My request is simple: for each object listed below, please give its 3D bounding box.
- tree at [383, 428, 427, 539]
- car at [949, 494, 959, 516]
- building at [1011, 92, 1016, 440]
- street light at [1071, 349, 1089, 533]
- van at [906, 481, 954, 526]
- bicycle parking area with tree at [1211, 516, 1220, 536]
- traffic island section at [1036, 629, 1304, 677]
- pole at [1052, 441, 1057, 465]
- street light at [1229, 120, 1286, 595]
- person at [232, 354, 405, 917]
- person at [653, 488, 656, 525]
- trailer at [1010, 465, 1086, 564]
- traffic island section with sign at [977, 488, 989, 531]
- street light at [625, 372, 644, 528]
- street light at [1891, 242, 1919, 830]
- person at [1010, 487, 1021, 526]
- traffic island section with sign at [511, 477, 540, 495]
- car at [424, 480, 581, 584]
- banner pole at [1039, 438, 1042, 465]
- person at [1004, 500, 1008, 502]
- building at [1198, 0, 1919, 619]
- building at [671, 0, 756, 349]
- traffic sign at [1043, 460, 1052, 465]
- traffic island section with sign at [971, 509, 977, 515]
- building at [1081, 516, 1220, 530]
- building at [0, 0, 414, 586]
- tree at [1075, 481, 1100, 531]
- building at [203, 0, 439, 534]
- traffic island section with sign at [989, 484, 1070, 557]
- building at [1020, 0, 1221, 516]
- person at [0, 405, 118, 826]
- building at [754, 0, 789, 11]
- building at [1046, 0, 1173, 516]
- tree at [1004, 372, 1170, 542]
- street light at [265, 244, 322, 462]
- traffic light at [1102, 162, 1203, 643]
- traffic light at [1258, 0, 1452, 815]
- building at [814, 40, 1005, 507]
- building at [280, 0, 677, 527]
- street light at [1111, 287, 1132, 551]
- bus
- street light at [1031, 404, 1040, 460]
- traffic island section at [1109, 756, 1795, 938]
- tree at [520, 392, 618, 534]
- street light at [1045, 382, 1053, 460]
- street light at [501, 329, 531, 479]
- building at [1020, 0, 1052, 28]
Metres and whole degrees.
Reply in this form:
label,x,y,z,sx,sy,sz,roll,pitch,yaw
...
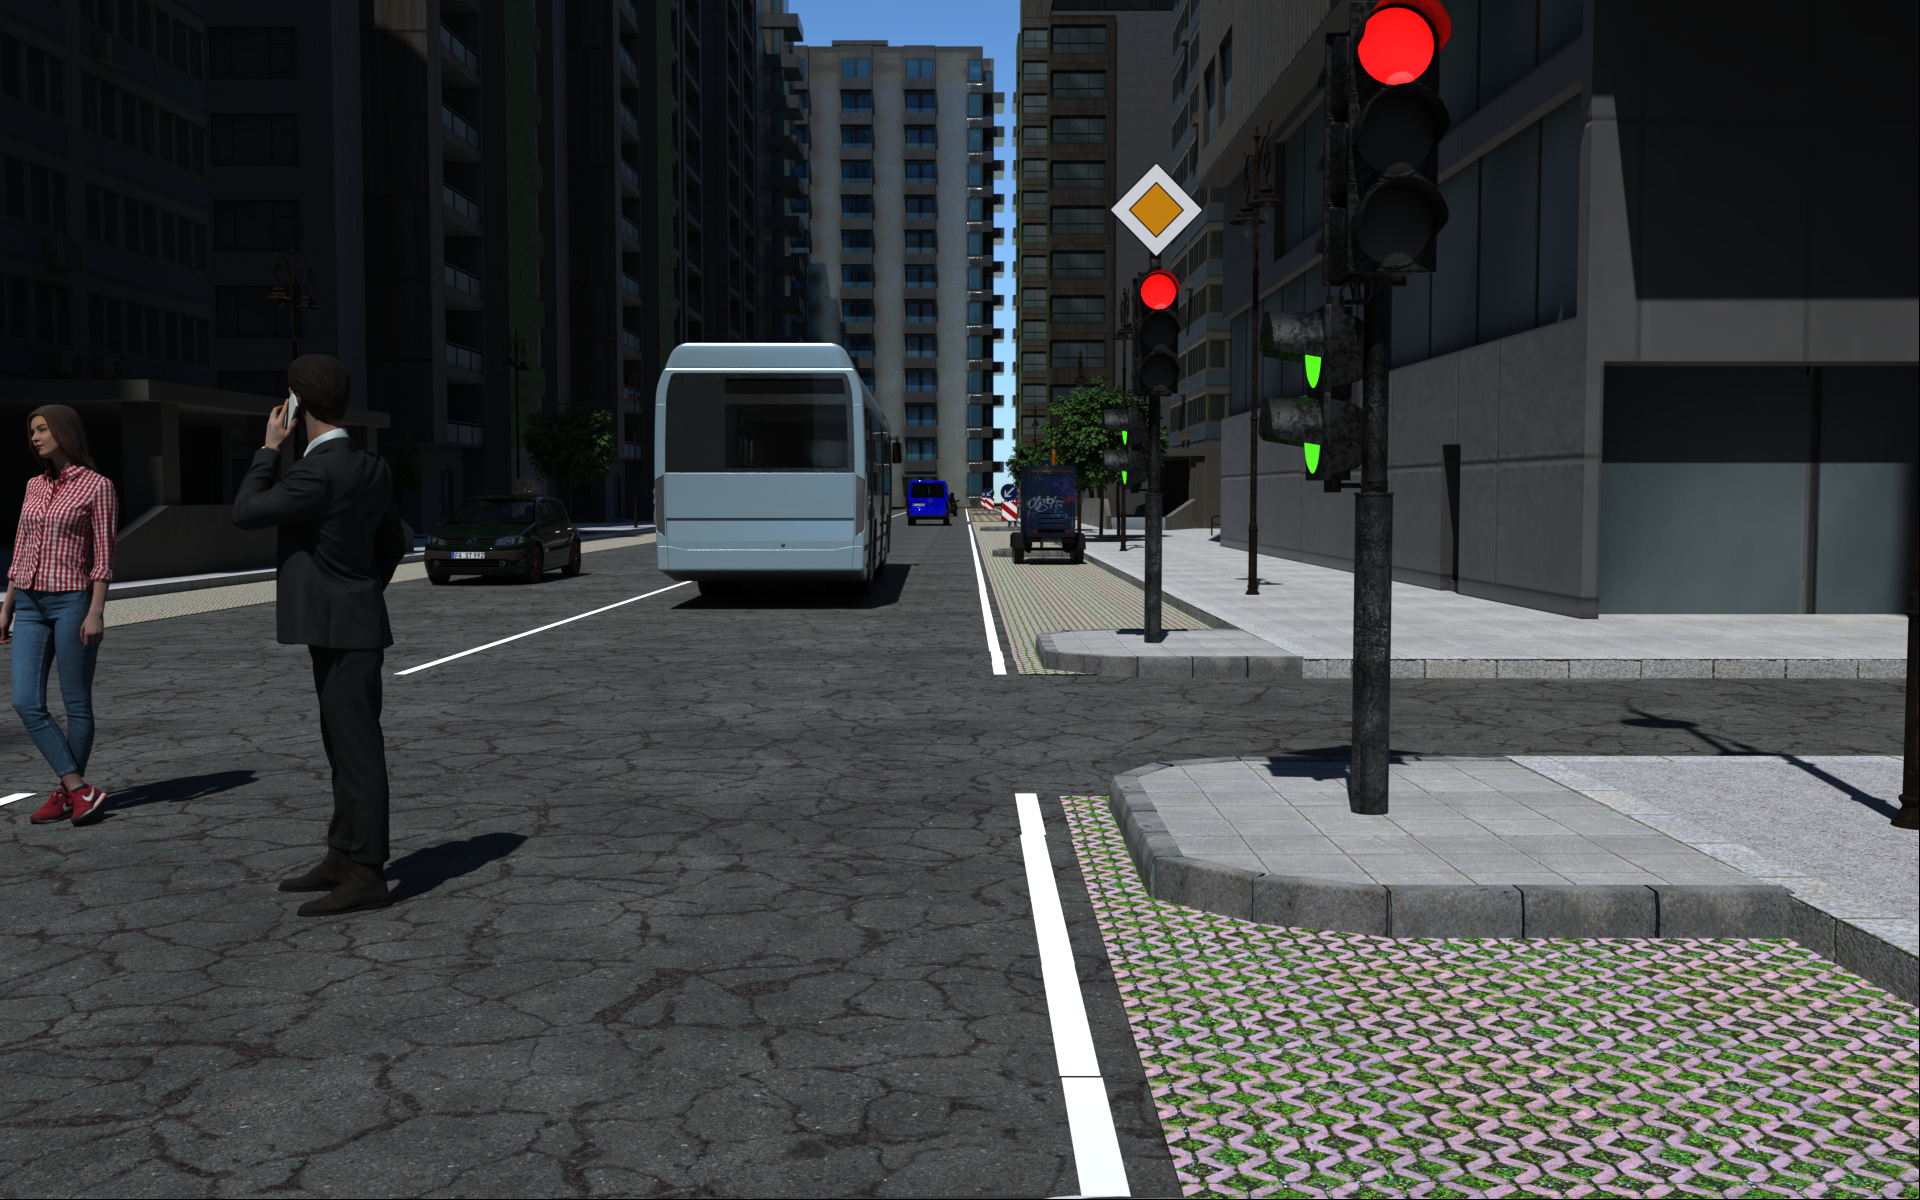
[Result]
label,x,y,z,sx,sy,sz,roll,pitch,yaw
tree,-16.016,-3.411,50.379,1.663,3.219,1.824,0,3,0
car,-1.041,-6.278,112.433,2.009,1.686,4.222,0,4,1
building,20.787,-34.621,185.669,30.456,49.044,23.786,0,3,0
street light,3.814,-5.037,55.137,0.468,5.910,1.993,0,3,0
van,-1.424,-4.642,80.275,2.240,2.365,5.245,0,4,1
bicycle parking area with tree,12.222,-3.972,51.938,8.231,4.147,9.016,-1,4,-10
traffic island section,1.689,0.447,14.976,2.009,0.180,2.903,0,3,0
pole,3.545,-4.363,65.177,0.158,3.312,0.155,0,3,0
street light,3.734,-3.006,21.934,0.468,5.910,1.993,0,3,0
person,-2.202,0.116,5.971,0.474,1.900,0.648,0,4,-6
person,-12.432,-3.987,71.409,0.466,1.800,0.511,-1,4,-16
trailer,1.784,-1.789,36.296,1.471,1.999,3.904,0,4,-1
traffic island section with sign,1.780,-3.580,67.166,1.989,1.847,2.006,0,3,0
street light,-12.336,-5.685,65.733,0.468,5.910,1.993,0,3,0
street light,3.697,-2.062,6.509,0.468,5.910,1.993,0,3,0
person,2.267,-3.786,71.241,0.643,1.720,0.563,0,4,2
traffic island section with sign,-10.088,-1.913,39.901,1.989,1.847,2.006,0,3,0
car,-7.581,-1.171,28.930,2.009,1.686,4.222,0,4,2
banner pole,3.559,-5.298,76.647,0.401,3.779,0.863,0,4,1
person,4.318,-9.550,163.649,0.593,1.643,0.415,0,4,2
building,18.639,-26.787,27.200,27.495,52.752,28.713,0,3,0
building,-22.828,-41.691,119.905,20.563,71.187,20.611,0,3,0
traffic sign,3.464,-4.008,65.640,0.768,2.556,0.104,0,4,7
traffic island section with sign,1.871,-6.630,117.036,1.989,1.847,2.006,0,3,0
building,21.442,-23.043,68.637,32.217,40.220,23.993,0,3,0
building,-28.303,-20.712,30.519,32.217,40.220,23.993,0,3,0
tree,4.101,-4.042,60.688,1.663,3.219,1.824,0,3,0
building,-22.638,-22.867,57.467,14.154,41.232,14.086,0,3,0
traffic island section with sign,1.744,-1.908,39.819,1.989,1.847,2.006,0,3,0
building,20.705,-26.468,124.639,32.217,40.220,23.993,0,3,0
person,-3.968,0.057,7.584,0.555,1.821,0.388,0,4,2
building,-29.300,-32.551,151.822,30.456,49.044,23.786,0,3,0
building,12.175,-20.397,105.186,14.160,30.474,14.107,0,3,0
tree,3.743,-3.856,46.753,4.285,4.588,4.351,0,3,0
street light,-12.372,-3.639,32.289,0.468,5.910,1.993,0,3,0
traffic light,1.649,-1.587,14.862,0.839,4.253,0.868,0,3,0
traffic light,1.635,-1.098,6.877,0.839,4.253,0.868,0,3,0
building,-10.591,-34.628,185.768,30.456,49.044,23.786,0,3,0
building,-21.234,-24.215,79.509,14.154,41.232,14.086,0,3,0
street light,3.678,-4.040,38.838,0.468,5.910,1.993,0,3,0
bus,-2.521,-2.009,27.704,2.948,3.499,13.247,0,4,-1
street light,3.882,-7.127,89.321,0.468,5.910,1.993,0,3,0
traffic island section,1.675,0.935,6.991,2.009,0.180,2.903,0,3,0
tree,-12.564,-4.425,56.066,4.285,4.588,4.351,0,3,0
street light,3.790,-6.057,71.816,0.468,5.910,1.993,0,3,0
street light,-12.409,-4.636,48.589,0.468,5.910,1.993,0,3,0
building,11.911,-28.137,143.627,14.154,41.232,14.086,0,3,0
